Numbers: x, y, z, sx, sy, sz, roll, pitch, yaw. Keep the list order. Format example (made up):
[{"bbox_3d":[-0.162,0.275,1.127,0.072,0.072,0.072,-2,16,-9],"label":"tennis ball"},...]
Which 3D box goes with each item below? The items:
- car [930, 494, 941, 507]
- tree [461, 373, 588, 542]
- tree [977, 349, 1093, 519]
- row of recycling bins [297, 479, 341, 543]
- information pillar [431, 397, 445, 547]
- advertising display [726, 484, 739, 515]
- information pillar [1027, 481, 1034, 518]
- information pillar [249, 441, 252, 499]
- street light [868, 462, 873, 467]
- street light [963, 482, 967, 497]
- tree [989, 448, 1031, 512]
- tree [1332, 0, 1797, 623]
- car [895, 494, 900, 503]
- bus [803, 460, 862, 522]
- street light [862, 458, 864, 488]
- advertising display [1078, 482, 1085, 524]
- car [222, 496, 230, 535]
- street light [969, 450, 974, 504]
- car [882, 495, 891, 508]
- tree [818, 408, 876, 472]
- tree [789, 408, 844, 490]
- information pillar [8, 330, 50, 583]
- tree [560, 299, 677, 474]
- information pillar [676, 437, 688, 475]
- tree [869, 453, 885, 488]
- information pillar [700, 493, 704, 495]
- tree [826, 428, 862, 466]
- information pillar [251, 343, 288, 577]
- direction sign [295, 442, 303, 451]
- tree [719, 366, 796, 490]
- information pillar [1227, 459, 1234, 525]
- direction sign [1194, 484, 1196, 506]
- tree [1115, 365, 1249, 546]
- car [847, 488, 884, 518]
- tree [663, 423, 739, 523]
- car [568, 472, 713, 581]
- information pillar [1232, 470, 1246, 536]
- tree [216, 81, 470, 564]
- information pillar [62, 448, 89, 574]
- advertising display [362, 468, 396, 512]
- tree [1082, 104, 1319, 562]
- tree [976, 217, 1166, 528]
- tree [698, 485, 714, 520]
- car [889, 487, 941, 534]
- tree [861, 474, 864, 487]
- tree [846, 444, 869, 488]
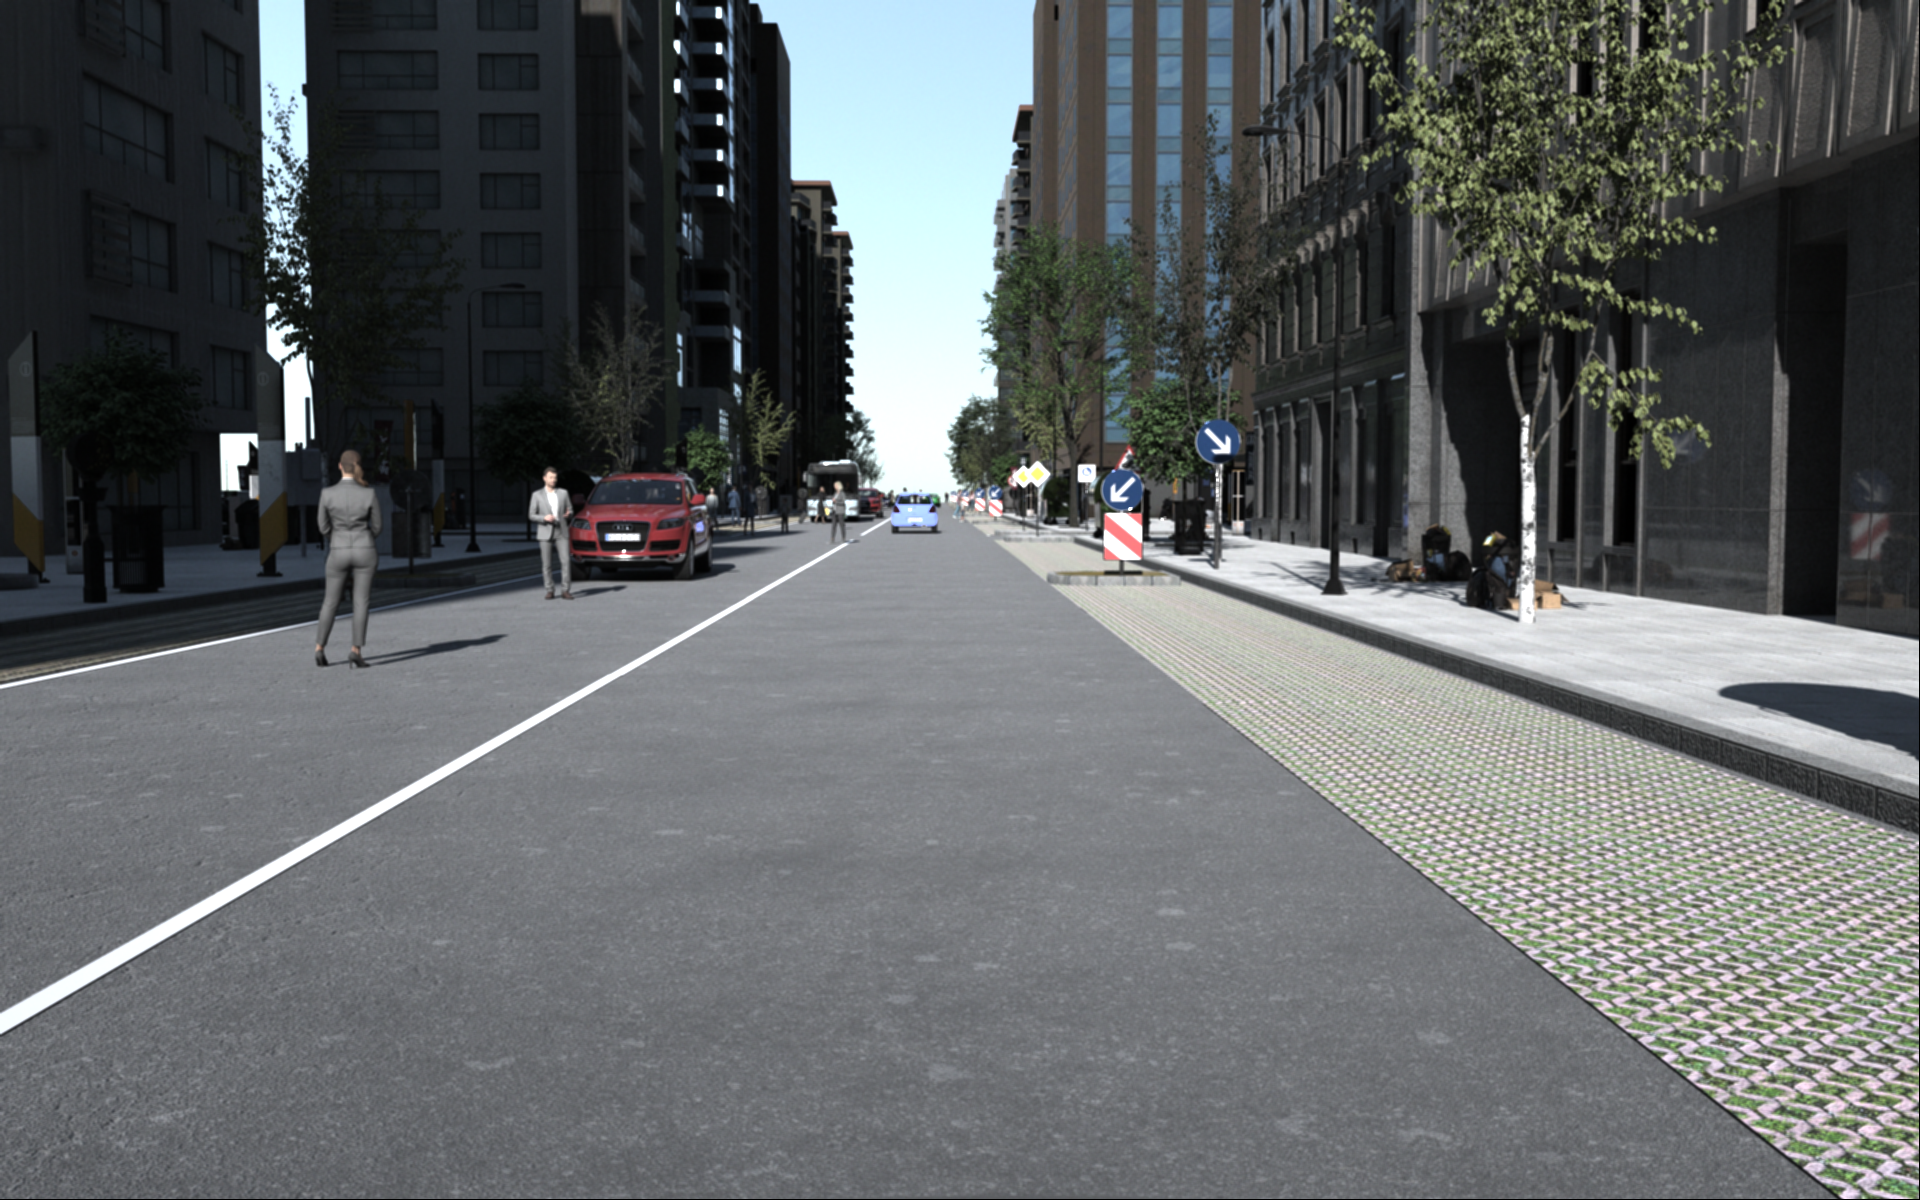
[{"bbox_3d":[-3.038,-10.877,186.632,1.959,1.807,4.718,0,4,-1],"label":"car"},{"bbox_3d":[-11.844,-3.877,47.103,4.285,4.588,4.351,0,3,0],"label":"tree"},{"bbox_3d":[4.204,-8.359,87.031,4.737,8.622,4.395,0,3,0],"label":"tree"},{"bbox_3d":[-16.936,-2.423,46.727,1.069,1.692,3.534,1,4,13],"label":"row of recycling bins"},{"bbox_3d":[-12.609,-3.087,41.835,0.183,3.616,0.504,-3,5,-40],"label":"information pillar"},{"bbox_3d":[-13.906,-6.155,105.847,0.123,1.923,0.974,3,5,39],"label":"advertising display"},{"bbox_3d":[3.747,-5.365,92.205,0.304,2.012,0.304,3,4,38],"label":"information pillar"},{"bbox_3d":[-31.109,-5.198,76.347,0.183,3.616,0.504,2,4,25],"label":"information pillar"},{"bbox_3d":[-13.463,-17.076,251.738,1.470,5.913,1.316,0,4,-1],"label":"street light"},{"bbox_3d":[1.382,-14.627,211.687,1.470,5.913,1.316,0,4,-1],"label":"street light"},{"bbox_3d":[3.681,-8.535,123.256,4.285,4.588,4.351,0,3,0],"label":"tree"},{"bbox_3d":[5.634,-4.065,16.826,4.737,8.622,4.395,0,3,0],"label":"tree"},{"bbox_3d":[-9.296,-15.915,272.205,2.014,1.417,4.499,0,4,0],"label":"car"},{"bbox_3d":[-6.628,-5.958,92.266,2.948,3.499,13.247,0,4,-3],"label":"bus"},{"bbox_3d":[-12.985,-15.175,220.652,1.470,5.913,1.316,0,4,-1],"label":"street light"},{"bbox_3d":[5.286,-4.286,75.283,0.123,1.923,0.974,1,4,13],"label":"advertising display"},{"bbox_3d":[-23.653,-2.756,54.848,4.222,1.686,2.009,0,4,-3],"label":"car"},{"bbox_3d":[1.820,-12.775,181.409,1.470,5.913,1.316,0,4,-1],"label":"street light"},{"bbox_3d":[-8.220,-10.401,182.643,1.945,1.354,3.894,0,4,-3],"label":"car"},{"bbox_3d":[-13.580,-17.273,208.169,9.928,11.665,9.643,0,3,0],"label":"tree"},{"bbox_3d":[-12.866,-12.209,149.982,4.360,8.622,3.978,0,3,0],"label":"tree"},{"bbox_3d":[-13.416,-2.052,24.905,0.504,3.616,0.183,1,4,19],"label":"information pillar"},{"bbox_3d":[-12.646,-6.982,64.513,4.360,8.622,3.978,0,3,0],"label":"tree"},{"bbox_3d":[-11.249,-4.819,70.140,0.504,3.616,0.183,0,4,-8],"label":"information pillar"},{"bbox_3d":[-14.520,-18.949,260.174,4.360,8.622,3.978,0,3,0],"label":"tree"},{"bbox_3d":[-14.504,-6.429,96.476,0.504,3.616,0.183,-2,4,-31],"label":"information pillar"},{"bbox_3d":[-13.114,-14.879,193.638,4.737,8.622,4.395,0,3,0],"label":"tree"},{"bbox_3d":[-10.667,-2.169,26.820,0.504,3.616,0.183,1,4,20],"label":"information pillar"},{"bbox_3d":[-28.998,-5.142,76.065,0.379,3.537,0.876,-3,5,-41],"label":"direction sign"},{"bbox_3d":[-11.819,-9.134,99.706,4.737,8.622,4.395,0,3,0],"label":"tree"},{"bbox_3d":[11.088,-4.861,70.832,0.183,3.616,0.504,2,4,26],"label":"information pillar"},{"bbox_3d":[8.500,-4.317,62.586,0.379,3.537,0.876,-1,4,-13],"label":"direction sign"},{"bbox_3d":[5.479,-3.622,42.929,4.285,4.588,4.351,0,3,0],"label":"tree"},{"bbox_3d":[-5.676,-5.826,103.932,2.281,1.827,5.304,0,4,0],"label":"car"},{"bbox_3d":[-11.604,-5.785,78.293,4.285,4.588,4.351,0,3,0],"label":"tree"},{"bbox_3d":[-5.517,-1.322,30.292,2.281,1.827,5.304,0,4,-3],"label":"car"},{"bbox_3d":[8.608,-2.995,53.458,0.304,2.012,0.304,-2,4,-28],"label":"information pillar"},{"bbox_3d":[-11.401,-4.961,31.471,4.737,8.622,4.395,0,3,0],"label":"tree"},{"bbox_3d":[-14.129,-1.423,27.762,0.304,2.012,0.304,0,4,4],"label":"information pillar"},{"bbox_3d":[-14.410,-2.293,42.706,0.974,1.923,0.123,0,4,5],"label":"advertising display"},{"bbox_3d":[4.743,-5.046,32.860,4.360,8.622,3.978,0,3,0],"label":"tree"},{"bbox_3d":[4.207,-8.577,65.986,9.928,11.665,9.643,0,3,0],"label":"tree"},{"bbox_3d":[-12.764,-5.560,85.515,1.663,3.219,1.824,0,3,0],"label":"tree"},{"bbox_3d":[-1.678,-3.339,64.184,1.945,1.707,3.694,0,4,-1],"label":"car"},{"bbox_3d":[-14.089,-14.692,223.928,4.285,4.588,4.351,0,3,0],"label":"tree"},{"bbox_3d":[-14.710,-17.310,233.375,4.360,8.622,3.978,0,3,0],"label":"tree"}]
